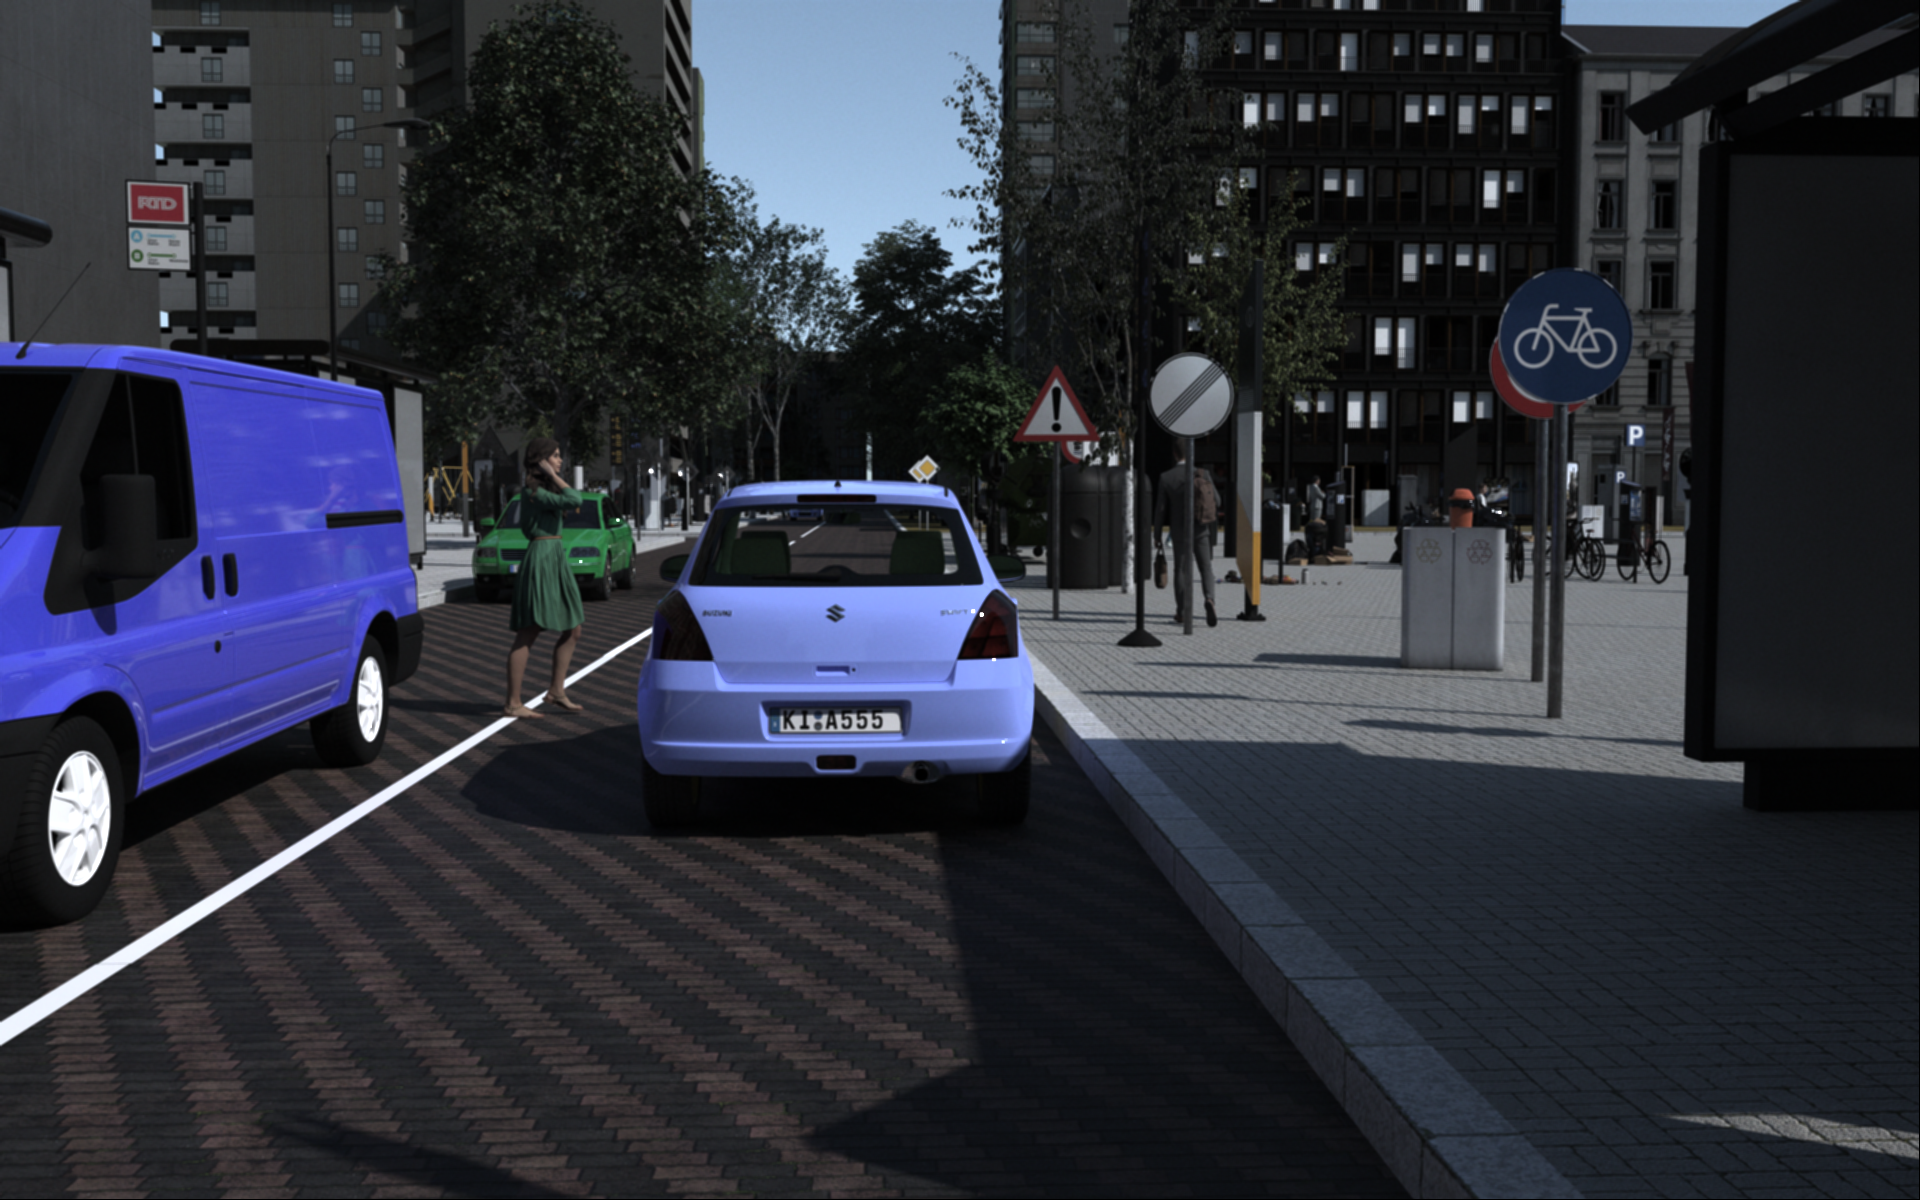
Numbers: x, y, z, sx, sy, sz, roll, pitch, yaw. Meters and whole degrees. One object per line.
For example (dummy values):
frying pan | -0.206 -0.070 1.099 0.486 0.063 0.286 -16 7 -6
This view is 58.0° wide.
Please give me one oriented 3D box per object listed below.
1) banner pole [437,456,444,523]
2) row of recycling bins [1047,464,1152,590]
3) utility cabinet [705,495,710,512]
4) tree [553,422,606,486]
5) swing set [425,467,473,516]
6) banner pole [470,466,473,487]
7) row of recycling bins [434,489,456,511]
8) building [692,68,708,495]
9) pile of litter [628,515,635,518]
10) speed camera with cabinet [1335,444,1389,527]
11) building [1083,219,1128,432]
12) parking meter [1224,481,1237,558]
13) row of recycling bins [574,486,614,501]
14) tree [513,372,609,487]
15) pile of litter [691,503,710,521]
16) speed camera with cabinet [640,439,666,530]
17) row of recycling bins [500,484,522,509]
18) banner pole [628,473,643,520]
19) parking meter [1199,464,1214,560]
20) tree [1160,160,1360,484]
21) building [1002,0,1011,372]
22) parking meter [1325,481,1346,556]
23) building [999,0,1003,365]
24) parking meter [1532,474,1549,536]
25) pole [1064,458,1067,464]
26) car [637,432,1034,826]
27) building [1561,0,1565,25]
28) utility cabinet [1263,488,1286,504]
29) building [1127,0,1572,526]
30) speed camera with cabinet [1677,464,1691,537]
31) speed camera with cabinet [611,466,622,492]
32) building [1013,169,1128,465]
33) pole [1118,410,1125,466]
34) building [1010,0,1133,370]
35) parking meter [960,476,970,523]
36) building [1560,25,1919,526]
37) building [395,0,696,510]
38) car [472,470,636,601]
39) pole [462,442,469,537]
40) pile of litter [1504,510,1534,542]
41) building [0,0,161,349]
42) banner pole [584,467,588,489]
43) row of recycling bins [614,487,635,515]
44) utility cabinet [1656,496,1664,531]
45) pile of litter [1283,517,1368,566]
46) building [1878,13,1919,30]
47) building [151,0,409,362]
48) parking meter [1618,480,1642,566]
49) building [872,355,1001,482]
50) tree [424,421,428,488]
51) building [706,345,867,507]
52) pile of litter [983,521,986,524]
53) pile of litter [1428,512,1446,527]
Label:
banner pole | -22.912 -5.283 76.395 0.401 3.779 0.863 0 4 -3
row of recycling bins | 2.071 -1.082 24.802 1.069 1.692 3.534 1 4 19
utility cabinet | -18.474 -7.016 125.877 0.306 1.237 1.020 2 4 26
tree | -26.673 -10.487 121.822 4.360 8.622 3.978 0 3 0
swing set | -29.331 -6.291 100.473 2.862 2.851 3.119 1 4 12
banner pole | -36.652 -8.590 130.462 0.863 3.779 0.401 -3 5 -45
row of recycling bins | -38.930 -7.559 130.699 1.069 1.692 3.534 -2 4 -32
building | -31.343 -29.198 160.978 14.154 41.232 14.086 0 4 -3
pile of litter | -16.735 -4.728 91.270 1.719 0.858 1.176 3 4 36
speed camera with cabinet | 15.856 -4.525 68.319 2.038 3.252 0.660 0 4 2
building | 15.209 -14.024 96.751 16.820 18.784 16.811 0 4 -3
parking meter | 5.524 -1.625 34.980 0.372 1.533 0.369 0 3 0
row of recycling bins | -18.939 -4.753 84.828 3.534 1.692 1.069 1 4 15
tree | -22.613 -8.820 94.577 4.737 8.622 4.395 0 3 0
pile of litter | -12.424 -4.164 82.044 1.719 0.858 1.176 1 4 22
speed camera with cabinet | -11.004 -4.134 61.928 0.660 3.252 2.038 -1 4 -21
row of recycling bins | -18.087 -3.960 71.860 1.069 1.692 3.534 3 4 38
banner pole | -16.173 -5.888 86.283 0.863 3.779 0.401 1 4 13
parking meter | 4.766 -1.711 33.678 0.255 1.863 0.399 0 4 -3
tree | 6.660 -5.414 38.883 4.737 8.622 4.395 0 3 0
building | 12.638 -44.062 158.661 20.563 71.187 20.611 0 4 -3
parking meter | 7.094 -1.487 32.724 0.372 1.533 0.369 0 3 0
building | 12.895 -53.292 183.998 22.319 86.520 31.000 0 4 -3
parking meter | 16.975 -2.748 50.640 0.399 1.863 0.255 -1 4 -11
pole | 6.038 -6.445 99.226 0.158 3.312 0.155 0 3 0
car | -0.598 0.047 8.819 1.945 1.707 3.694 0 4 -3
building | 52.086 -53.718 190.961 31.000 86.520 22.319 0 4 -3
utility cabinet | 12.107 -3.486 65.680 1.173 1.500 0.318 2 4 33
building | 15.988 -14.982 74.630 15.834 23.373 12.332 0 4 -3
speed camera with cabinet | 21.684 -3.472 51.099 0.660 3.252 2.038 2 4 35
speed camera with cabinet | -22.330 -7.176 111.656 0.660 3.252 2.038 0 4 4
building | 11.922 -18.405 119.982 14.314 24.678 30.058 0 4 -3
pole | 3.910 -2.938 41.874 0.158 3.312 0.155 0 3 0
building | 11.017 -28.046 142.153 14.154 41.232 14.086 0 4 -3
parking meter | 0.138 -2.672 49.404 0.255 1.863 0.399 0 4 6
building | 33.109 -13.738 73.768 18.267 20.994 9.793 0 4 -3
building | -33.756 -31.749 142.797 21.300 48.544 21.600 0 4 -3
car | -5.692 -0.966 24.599 1.959 1.807 4.718 0 4 -4
pole | -14.677 -3.518 51.363 0.158 3.312 0.155 0 3 0
pile of litter | 15.117 -2.027 47.109 1.176 0.858 1.719 1 4 16
building | -32.971 -13.092 33.123 30.058 24.678 14.314 0 4 -3
banner pole | -27.130 -8.292 125.592 0.401 3.779 0.863 1 4 16
row of recycling bins | -20.948 -5.952 104.423 3.534 1.692 1.069 0 4 8
utility cabinet | 24.073 -2.984 59.947 0.306 1.237 1.020 2 4 35
pile of litter | 6.640 -1.077 31.575 1.719 0.858 1.176 0 4 1
building | 54.682 -17.067 76.308 25.104 27.353 12.463 0 4 -3
building | -68.560 -36.294 182.638 27.495 52.752 28.713 0 4 -3
parking meter | 11.944 -1.374 30.876 0.372 1.533 0.369 0 3 0
building | 2.188 -24.217 240.989 28.899 21.520 27.650 0 4 -3
tree | -39.614 -10.591 123.520 4.737 8.622 4.395 0 3 0
building | -27.391 -24.106 239.173 28.899 21.520 27.650 0 4 -3
pile of litter | 0.862 -3.667 73.917 1.176 0.858 1.719 0 4 2
pile of litter | 11.069 -1.666 41.201 1.176 0.858 1.719 0 4 2
